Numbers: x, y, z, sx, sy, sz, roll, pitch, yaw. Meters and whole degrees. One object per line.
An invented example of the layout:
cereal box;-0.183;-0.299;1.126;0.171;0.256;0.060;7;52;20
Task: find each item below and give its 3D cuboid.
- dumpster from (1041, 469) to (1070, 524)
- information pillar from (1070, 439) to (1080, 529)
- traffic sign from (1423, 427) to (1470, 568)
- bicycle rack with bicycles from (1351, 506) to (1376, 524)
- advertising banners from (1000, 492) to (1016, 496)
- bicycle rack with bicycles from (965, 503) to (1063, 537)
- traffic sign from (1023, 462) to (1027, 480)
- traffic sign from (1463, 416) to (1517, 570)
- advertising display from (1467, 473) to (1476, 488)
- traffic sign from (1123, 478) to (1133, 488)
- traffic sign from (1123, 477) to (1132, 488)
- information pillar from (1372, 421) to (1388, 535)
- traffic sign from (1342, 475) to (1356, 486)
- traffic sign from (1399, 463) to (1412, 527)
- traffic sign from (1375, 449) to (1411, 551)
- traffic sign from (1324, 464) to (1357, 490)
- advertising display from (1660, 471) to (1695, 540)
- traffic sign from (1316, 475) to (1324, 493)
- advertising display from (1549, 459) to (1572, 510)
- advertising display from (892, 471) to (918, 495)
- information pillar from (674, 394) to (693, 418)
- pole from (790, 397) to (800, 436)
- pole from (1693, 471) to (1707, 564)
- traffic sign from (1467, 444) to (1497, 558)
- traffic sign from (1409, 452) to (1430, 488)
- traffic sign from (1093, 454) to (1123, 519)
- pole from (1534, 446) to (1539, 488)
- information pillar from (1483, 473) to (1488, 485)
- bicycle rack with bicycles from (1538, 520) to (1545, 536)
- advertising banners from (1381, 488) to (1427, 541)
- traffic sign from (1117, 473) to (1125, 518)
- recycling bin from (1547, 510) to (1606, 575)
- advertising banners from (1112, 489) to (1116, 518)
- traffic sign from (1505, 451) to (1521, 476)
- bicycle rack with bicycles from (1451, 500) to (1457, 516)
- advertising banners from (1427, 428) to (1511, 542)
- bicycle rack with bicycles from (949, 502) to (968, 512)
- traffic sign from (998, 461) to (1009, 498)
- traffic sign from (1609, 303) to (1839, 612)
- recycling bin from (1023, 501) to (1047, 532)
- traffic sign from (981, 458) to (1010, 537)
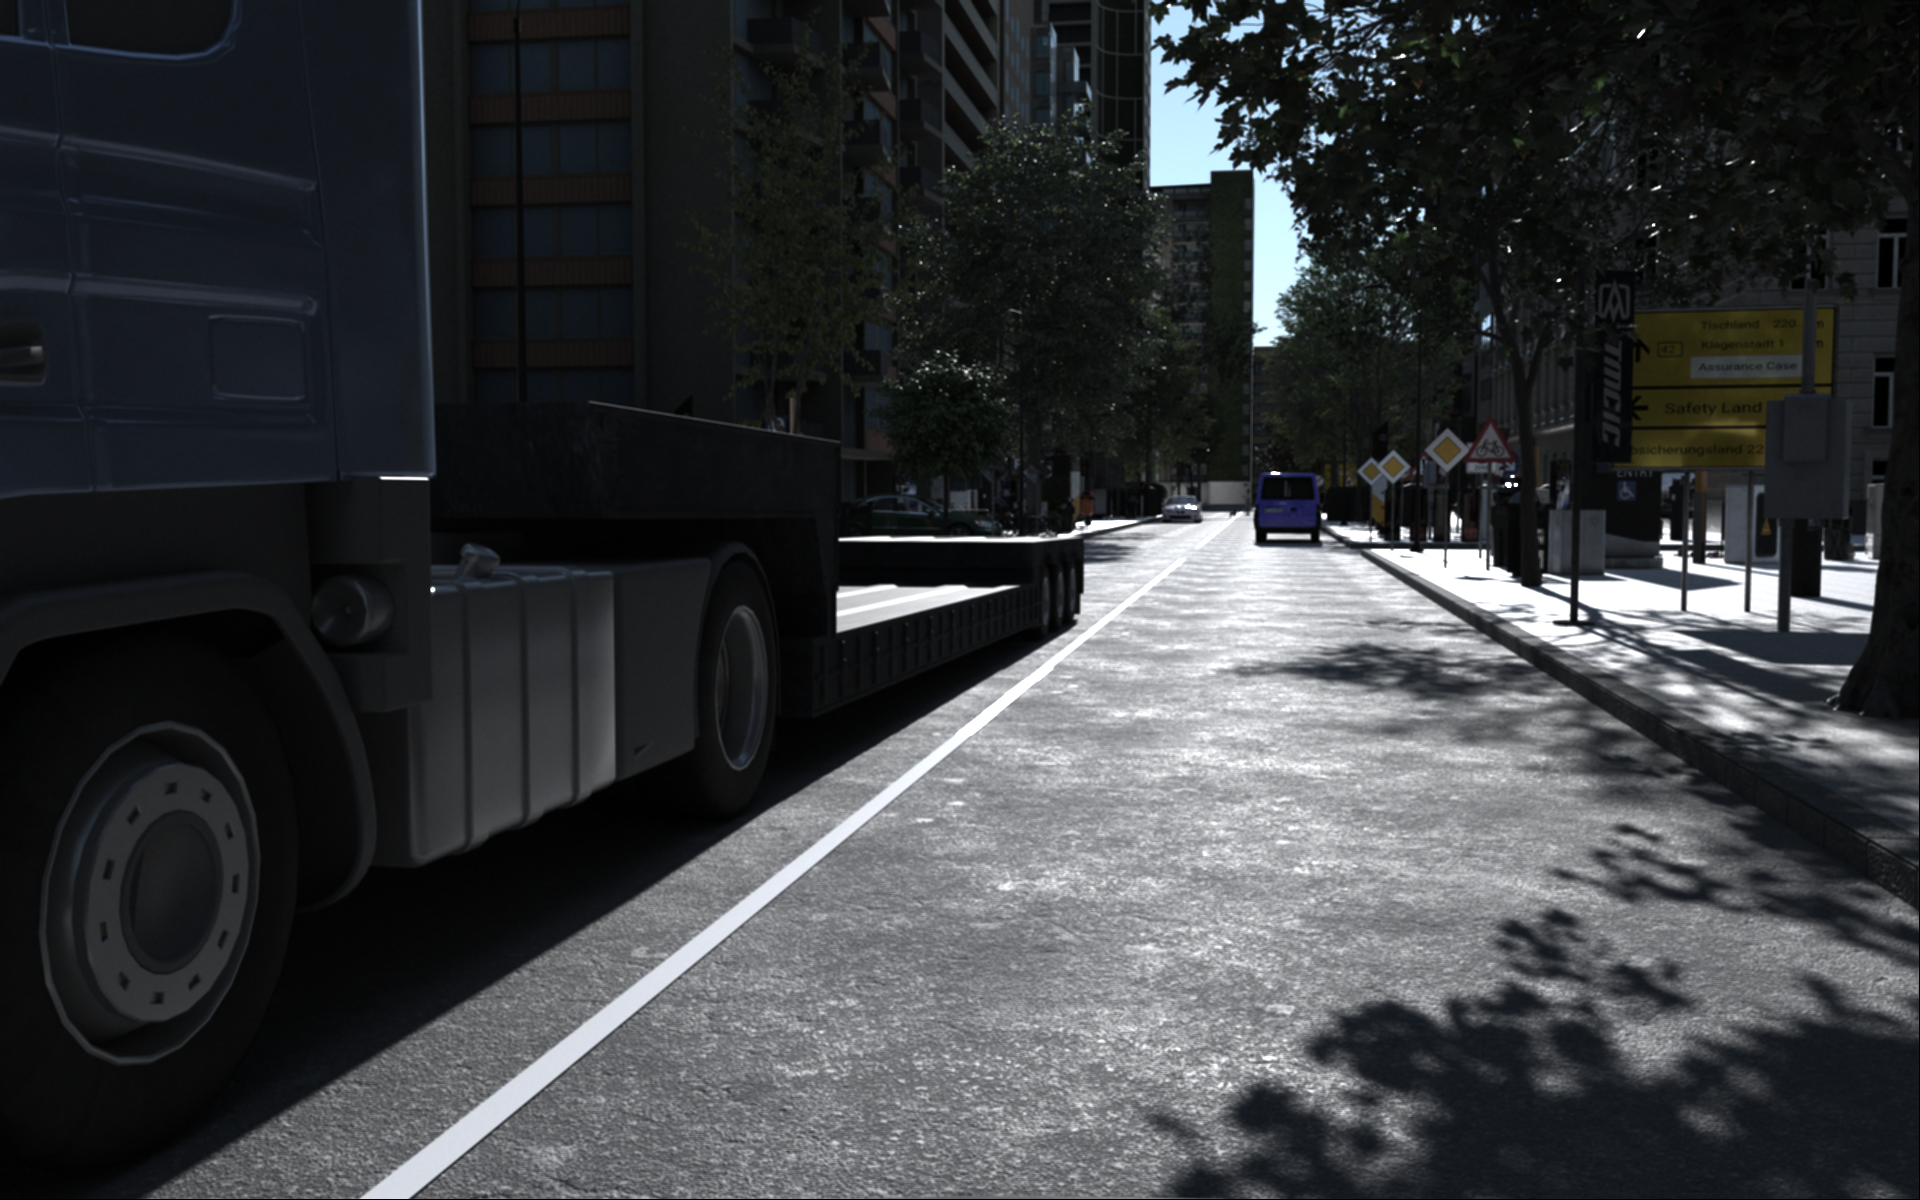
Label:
dumpster;3.731;-3.877;65.877;1.502;2.255;1.985;1;4;10
information pillar;4.231;-4.426;63.726;0.183;3.616;0.504;3;5;44
traffic sign;8.423;-1.762;29.998;0.795;2.450;0.064;1;4;10
bicycle rack with bicycles;18.233;-3.763;74.906;2.852;0.926;2.925;-2;4;-24
advertising banners;3.052;-7.663;121.471;2.074;3.025;0.090;0;4;-5
bicycle rack with bicycles;1.733;-2.341;51.659;2.925;0.926;2.852;0;4;-2
traffic sign;2.539;-3.870;63.388;0.768;2.556;0.104;1;4;18
traffic sign;8.878;-1.777;29.062;0.884;2.594;0.081;1;4;10
advertising display;15.274;-2.849;51.795;0.123;1.923;0.974;1;4;8
traffic sign;10.939;-6.766;112.753;0.606;2.300;0.079;1;4;11
traffic sign;10.672;-6.737;111.340;0.795;2.450;0.064;1;4;13
information pillar;13.325;-3.889;54.941;0.504;3.616;0.183;1;4;11
traffic sign;25.402;-6.919;113.125;0.884;2.594;0.081;1;4;14
traffic sign;17.283;-4.135;67.711;0.768;2.556;0.104;1;4;14
traffic sign;9.675;-2.146;38.732;0.795;2.450;0.064;1;4;10
traffic sign;25.601;-7.488;116.307;2.265;3.308;0.079;1;4;19
advertising display;20.303;-2.677;48.977;0.974;1.923;0.123;2;4;29
traffic sign;24.154;-7.140;116.838;0.768;2.556;0.104;1;4;13
advertising display;11.233;-1.664;32.424;0.123;1.923;0.974;2;4;35
advertising display;-1.535;-2.635;48.290;0.123;1.923;0.974;3;4;38
information pillar;-6.502;-3.029;40.883;0.504;3.616;0.183;1;4;19
pole;-3.489;-2.616;36.617;0.158;3.312;0.155;0;3;0
pole;13.673;-2.330;31.946;0.158;3.312;0.155;0;3;0
traffic sign;10.358;-1.975;34.420;0.606;2.300;0.079;1;4;11
traffic sign;14.170;-3.240;52.981;0.884;2.594;0.081;1;4;17
traffic sign;7.126;-5.751;87.908;2.265;3.308;0.079;1;4;15
pole;24.392;-4.862;73.336;0.158;3.312;0.155;0;3;0
information pillar;30.918;-6.754;101.788;0.183;3.616;0.504;-3;4;-39
bicycle rack with bicycles;18.178;-2.474;53.830;2.925;0.926;2.852;0;4;-4
advertising banners;12.483;-3.119;47.188;2.074;3.025;0.090;3;4;38
traffic sign;8.564;-5.731;93.810;0.768;2.556;0.104;1;4;14
recycling bin;9.842;-0.928;27.725;0.722;1.027;0.722;0;4;-3
advertising banners;8.518;-6.063;95.320;0.090;3.025;2.074;1;4;10
traffic sign;15.808;-3.056;50.071;0.768;2.556;0.104;1;4;15
bicycle rack with bicycles;30.847;-5.606;105.044;2.852;0.926;2.925;-1;4;-17
advertising banners;13.607;-3.059;46.195;2.074;3.025;0.090;0;4;3
bicycle rack with bicycles;0.082;-3.714;74.110;2.925;0.926;2.852;0;4;-7
traffic sign;1.421;-3.894;63.779;0.768;2.556;0.104;1;4;16
traffic sign;8.270;-1.528;18.854;2.265;3.308;0.079;1;4;15
recycling bin;2.515;-2.836;58.928;0.722;1.027;0.722;-1;4;-21
traffic sign;0.770;-2.243;40.312;0.795;2.450;0.064;1;4;10
